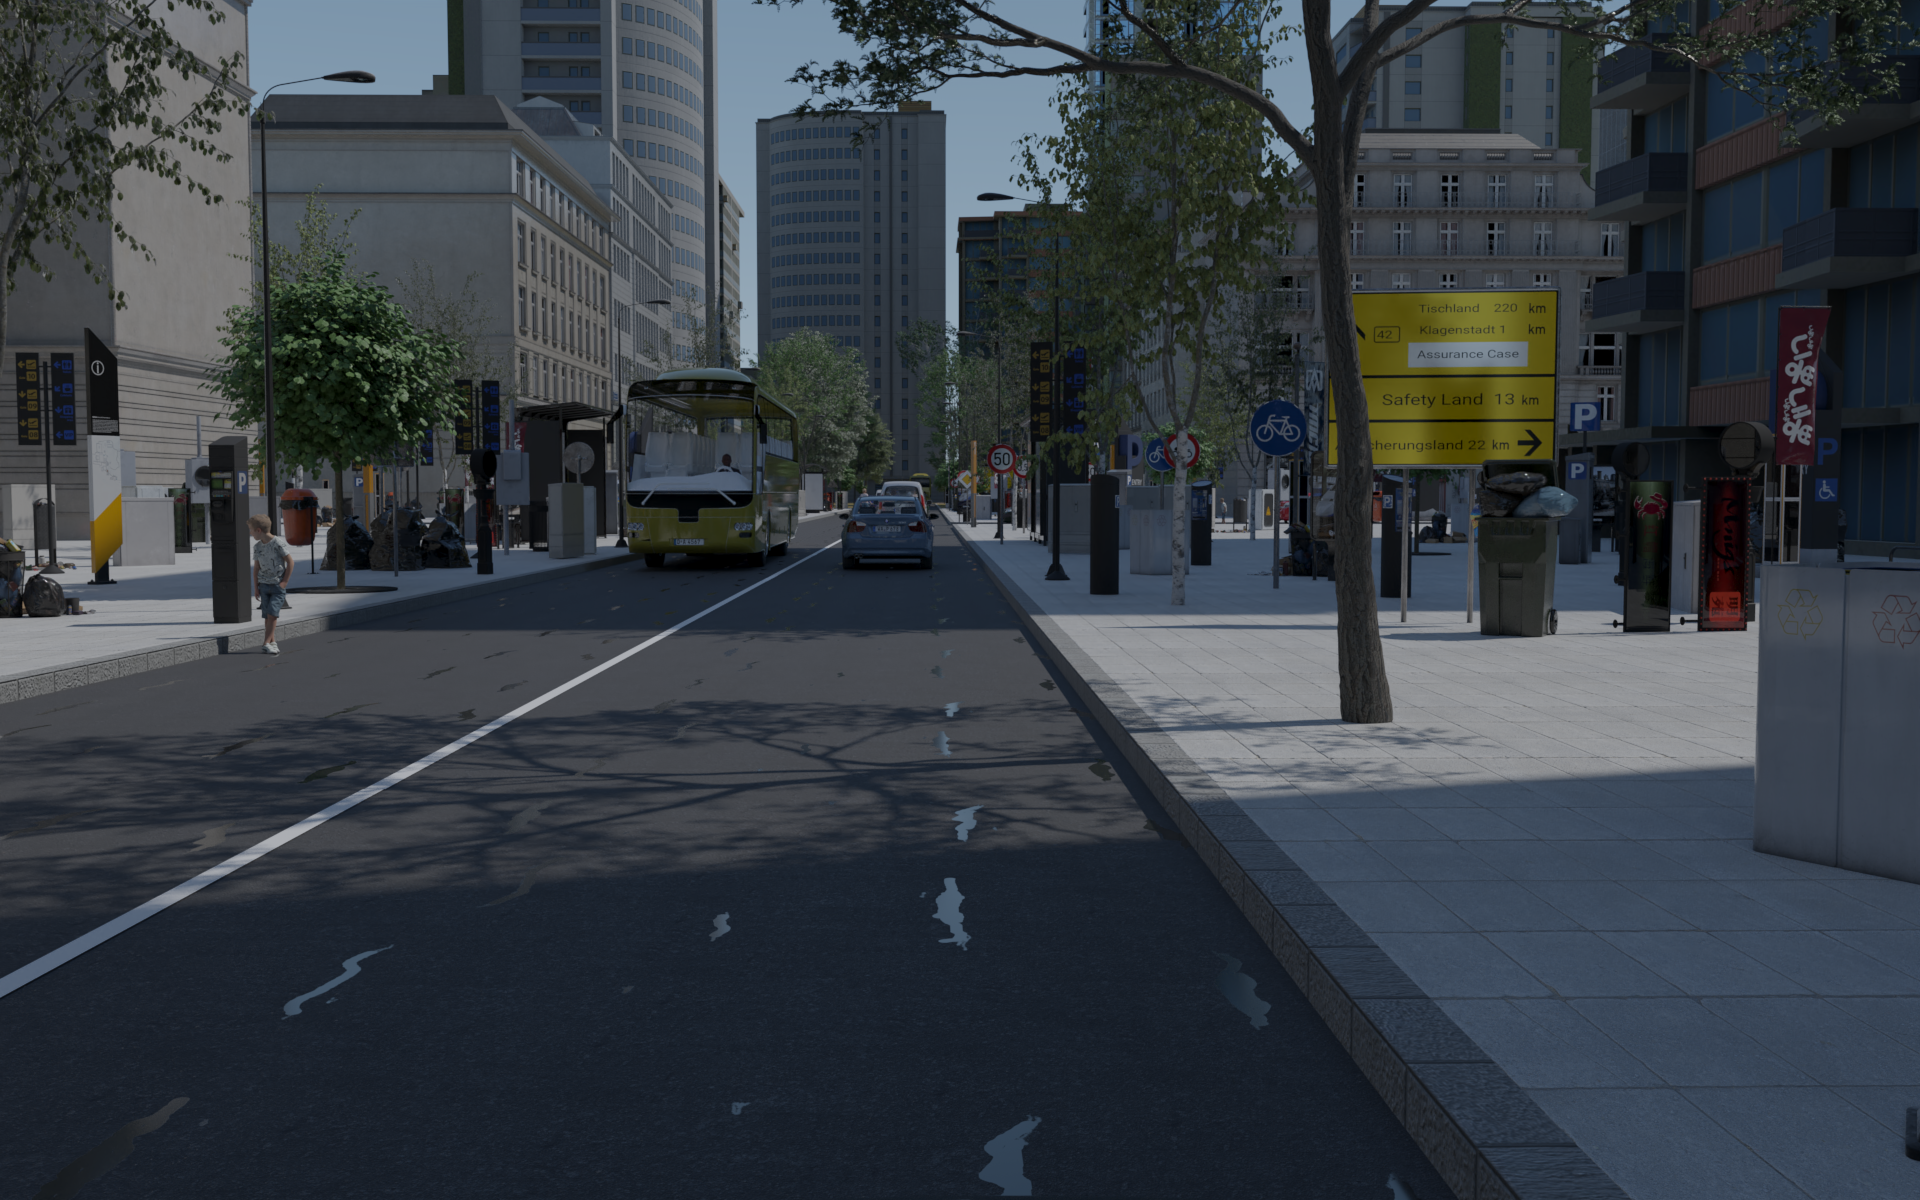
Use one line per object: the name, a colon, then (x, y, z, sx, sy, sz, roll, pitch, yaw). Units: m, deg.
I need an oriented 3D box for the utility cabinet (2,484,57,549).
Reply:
utility cabinet: (-21.408, -1.905, 39.833, 0.318, 1.500, 1.173, 1, 4, 21)

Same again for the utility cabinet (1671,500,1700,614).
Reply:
utility cabinet: (8.069, -0.481, 19.028, 0.306, 1.237, 1.020, 1, 4, 11)

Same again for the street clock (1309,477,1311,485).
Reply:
street clock: (13.664, -3.801, 66.708, 0.471, 2.002, 0.358, 1, 4, 17)

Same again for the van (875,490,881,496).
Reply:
van: (-7.446, -9.844, 167.968, 2.013, 2.044, 4.112, 0, 4, -3)

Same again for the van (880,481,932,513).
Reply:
van: (-1.945, -3.152, 58.547, 2.013, 2.044, 4.112, 0, 4, -1)

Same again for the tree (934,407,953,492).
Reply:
tree: (0.927, -9.985, 113.616, 4.360, 8.622, 3.978, 0, 3, 0)

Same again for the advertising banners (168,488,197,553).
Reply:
advertising banners: (-17.602, -2.515, 37.308, 2.074, 3.025, 0.090, -1, 4, -14)

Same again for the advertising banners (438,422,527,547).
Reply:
advertising banners: (-11.501, -2.796, 41.909, 2.074, 3.025, 0.090, 0, 4, -3)

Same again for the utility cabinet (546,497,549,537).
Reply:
utility cabinet: (-9.501, -1.885, 41.980, 1.020, 1.237, 0.306, 1, 4, 15)

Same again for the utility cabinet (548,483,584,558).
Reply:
utility cabinet: (-7.885, -1.588, 34.649, 0.318, 1.500, 1.173, 0, 4, 8)

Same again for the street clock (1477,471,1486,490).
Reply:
street clock: (15.815, -2.913, 52.192, 0.471, 2.002, 0.358, 1, 4, 13)

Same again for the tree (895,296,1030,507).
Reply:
tree: (0.517, -18.895, 164.825, 12.611, 20.169, 13.585, 0, 3, 0)

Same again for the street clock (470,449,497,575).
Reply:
street clock: (-7.589, -1.410, 27.628, 0.358, 2.002, 0.471, 1, 4, 15)

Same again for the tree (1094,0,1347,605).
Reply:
tree: (2.524, -4.262, 20.046, 4.737, 8.622, 4.395, 0, 3, 0)

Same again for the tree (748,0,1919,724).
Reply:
tree: (2.020, -4.604, 9.683, 7.601, 10.594, 8.767, 2, 4, 32)

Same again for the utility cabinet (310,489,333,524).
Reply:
utility cabinet: (-26.851, -3.891, 72.302, 1.173, 1.500, 0.318, -2, 4, -33)

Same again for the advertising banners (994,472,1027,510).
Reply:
advertising banners: (2.388, -5.396, 84.418, 2.074, 3.025, 0.090, -3, 4, -37)

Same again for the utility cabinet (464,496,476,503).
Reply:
utility cabinet: (-19.628, -3.581, 69.711, 1.020, 1.237, 0.306, 1, 4, 14)

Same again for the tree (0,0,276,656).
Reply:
tree: (-7.699, -3.873, 13.690, 4.360, 8.622, 3.978, 0, 3, 0)

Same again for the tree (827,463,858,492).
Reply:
tree: (-11.561, -11.376, 169.712, 4.285, 4.588, 4.351, 0, 3, 0)

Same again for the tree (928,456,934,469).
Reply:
tree: (-1.623, -16.463, 219.534, 4.360, 8.622, 3.978, 0, 3, 0)

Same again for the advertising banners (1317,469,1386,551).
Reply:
advertising banners: (8.890, -2.635, 39.263, 2.074, 3.025, 0.090, -1, 4, -22)

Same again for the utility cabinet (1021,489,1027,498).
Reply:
utility cabinet: (3.395, -4.358, 79.930, 1.173, 1.500, 0.318, -2, 4, -33)

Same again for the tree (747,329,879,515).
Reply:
tree: (-9.915, -11.142, 107.924, 9.928, 11.665, 9.643, 0, 3, 0)

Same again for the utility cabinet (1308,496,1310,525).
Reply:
utility cabinet: (14.347, -3.511, 68.571, 1.020, 1.237, 0.306, 0, 4, 8)

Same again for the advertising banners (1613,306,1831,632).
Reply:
advertising banners: (7.102, -1.219, 16.112, 2.074, 3.025, 0.090, 0, 4, -8)

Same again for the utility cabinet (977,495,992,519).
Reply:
utility cabinet: (1.089, -4.683, 87.723, 1.020, 1.237, 0.306, 1, 4, 20)

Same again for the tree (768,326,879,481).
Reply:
tree: (-10.823, -13.696, 130.587, 9.857, 13.997, 8.962, 0, 3, 0)

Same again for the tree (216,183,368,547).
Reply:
tree: (-15.940, -5.590, 41.756, 4.737, 8.622, 4.395, 0, 3, 0)

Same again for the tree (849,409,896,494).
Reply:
tree: (-11.954, -18.937, 227.739, 7.486, 12.596, 7.792, 0, 3, 0)

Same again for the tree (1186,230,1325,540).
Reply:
tree: (8.163, -5.976, 48.073, 4.360, 8.622, 3.978, 0, 3, 0)

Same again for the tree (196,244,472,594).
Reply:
tree: (-8.279, -2.391, 22.804, 4.285, 4.588, 4.351, 0, 3, 0)

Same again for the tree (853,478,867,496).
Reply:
tree: (-11.719, -12.944, 206.243, 1.663, 3.219, 1.824, 0, 3, 0)

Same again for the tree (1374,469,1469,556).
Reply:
tree: (9.754, -3.233, 36.574, 4.285, 4.588, 4.351, 0, 3, 0)

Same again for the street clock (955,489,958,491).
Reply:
street clock: (-0.245, -8.976, 151.334, 0.471, 2.002, 0.358, 3, 4, 37)

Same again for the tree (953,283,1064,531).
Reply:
tree: (1.898, -6.759, 60.876, 4.360, 8.622, 3.978, 0, 3, 0)

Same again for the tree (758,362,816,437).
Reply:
tree: (-10.148, -8.903, 95.921, 4.737, 8.622, 4.395, 0, 3, 0)

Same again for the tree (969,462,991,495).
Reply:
tree: (1.191, -6.722, 104.504, 1.663, 3.219, 1.824, 0, 3, 0)

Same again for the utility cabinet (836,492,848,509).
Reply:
utility cabinet: (-10.257, -8.643, 149.999, 0.318, 1.500, 1.173, 3, 5, 43)

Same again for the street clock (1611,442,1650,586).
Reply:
street clock: (9.331, -1.197, 24.144, 0.471, 2.002, 0.358, -1, 4, -19)

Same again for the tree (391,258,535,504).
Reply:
tree: (-16.058, -6.314, 53.600, 4.360, 8.622, 3.978, 0, 3, 0)

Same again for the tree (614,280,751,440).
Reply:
tree: (-9.166, -6.660, 59.248, 4.360, 8.622, 3.978, 0, 3, 0)

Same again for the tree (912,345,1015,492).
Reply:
tree: (0.230, -11.994, 121.857, 9.928, 11.665, 9.643, 0, 3, 0)

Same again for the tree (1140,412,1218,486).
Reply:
tree: (8.627, -5.242, 69.428, 4.285, 4.588, 4.351, 0, 3, 0)

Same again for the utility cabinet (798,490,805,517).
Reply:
utility cabinet: (-9.115, -5.418, 97.268, 0.318, 1.500, 1.173, 2, 4, 28)

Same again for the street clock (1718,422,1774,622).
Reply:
street clock: (7.872, -0.784, 17.390, 0.358, 2.002, 0.471, -2, 4, -32)

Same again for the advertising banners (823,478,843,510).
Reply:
advertising banners: (-10.486, -8.847, 140.834, 2.074, 3.025, 0.090, -1, 4, -10)

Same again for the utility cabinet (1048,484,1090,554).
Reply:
utility cabinet: (2.460, -1.733, 37.017, 1.173, 1.500, 0.318, 2, 4, 32)

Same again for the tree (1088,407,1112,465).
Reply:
tree: (10.799, -11.701, 141.675, 4.360, 8.622, 3.978, 0, 3, 0)

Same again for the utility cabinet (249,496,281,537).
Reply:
utility cabinet: (-21.111, -2.524, 52.426, 1.020, 1.237, 0.306, -1, 4, -18)

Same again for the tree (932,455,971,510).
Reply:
tree: (-0.346, -9.722, 142.661, 4.285, 4.588, 4.351, 0, 3, 0)

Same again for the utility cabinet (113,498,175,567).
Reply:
utility cabinet: (-14.657, -1.218, 31.077, 0.306, 1.237, 1.020, 3, 4, 36)
